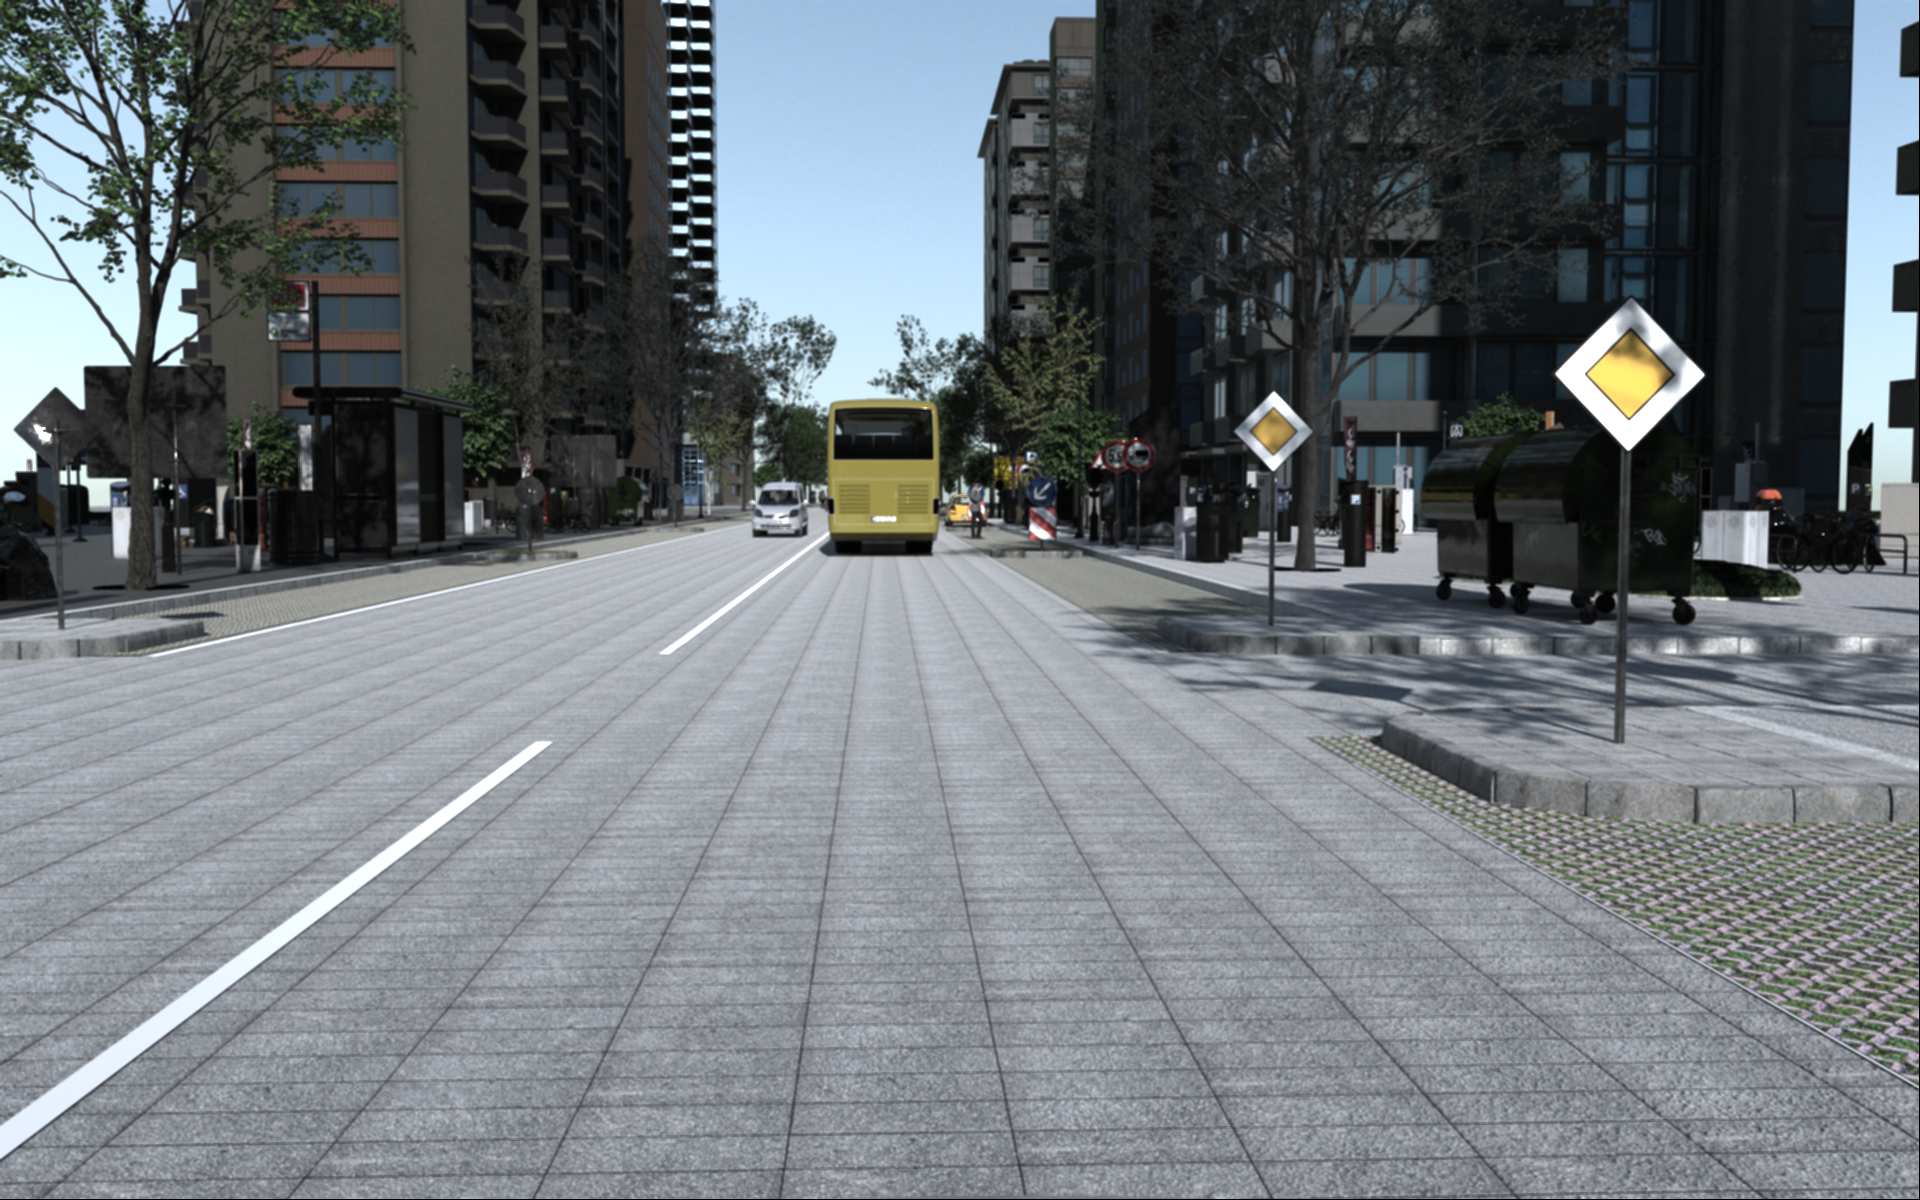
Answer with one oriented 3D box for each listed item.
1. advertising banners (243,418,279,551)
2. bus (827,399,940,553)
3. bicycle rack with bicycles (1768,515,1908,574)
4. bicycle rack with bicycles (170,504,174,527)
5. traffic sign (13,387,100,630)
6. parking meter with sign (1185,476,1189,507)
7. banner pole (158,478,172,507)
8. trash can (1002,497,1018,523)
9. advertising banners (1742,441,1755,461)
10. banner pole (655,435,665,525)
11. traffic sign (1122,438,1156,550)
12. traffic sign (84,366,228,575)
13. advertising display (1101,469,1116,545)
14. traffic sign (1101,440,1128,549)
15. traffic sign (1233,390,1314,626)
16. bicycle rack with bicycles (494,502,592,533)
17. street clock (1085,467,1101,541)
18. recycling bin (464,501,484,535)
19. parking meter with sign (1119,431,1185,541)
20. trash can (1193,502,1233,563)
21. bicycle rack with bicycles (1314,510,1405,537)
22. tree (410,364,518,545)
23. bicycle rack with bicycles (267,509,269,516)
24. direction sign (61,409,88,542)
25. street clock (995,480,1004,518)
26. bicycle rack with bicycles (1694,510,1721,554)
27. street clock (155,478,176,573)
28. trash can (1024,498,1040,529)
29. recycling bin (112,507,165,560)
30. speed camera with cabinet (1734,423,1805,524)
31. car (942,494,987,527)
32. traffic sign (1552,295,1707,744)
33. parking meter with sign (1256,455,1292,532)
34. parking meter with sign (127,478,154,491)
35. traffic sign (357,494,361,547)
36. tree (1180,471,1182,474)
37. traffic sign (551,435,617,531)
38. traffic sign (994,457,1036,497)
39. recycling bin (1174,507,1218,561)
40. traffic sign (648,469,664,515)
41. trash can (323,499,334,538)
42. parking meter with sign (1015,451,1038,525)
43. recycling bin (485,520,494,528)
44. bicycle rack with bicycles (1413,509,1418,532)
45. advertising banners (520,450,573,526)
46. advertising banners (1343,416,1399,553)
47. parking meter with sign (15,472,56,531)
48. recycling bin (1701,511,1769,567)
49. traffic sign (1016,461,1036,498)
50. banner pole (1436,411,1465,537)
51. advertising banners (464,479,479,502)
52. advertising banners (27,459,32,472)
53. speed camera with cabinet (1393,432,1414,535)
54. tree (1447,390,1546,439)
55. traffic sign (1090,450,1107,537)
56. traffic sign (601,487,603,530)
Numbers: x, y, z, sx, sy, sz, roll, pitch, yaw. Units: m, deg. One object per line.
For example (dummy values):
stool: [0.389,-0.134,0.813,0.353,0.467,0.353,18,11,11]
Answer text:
advertising banners: [-15.861,-2.639,39.338,0.090,3.025,2.074,-3,5,-43]
bus: [-1.979,-3.265,44.933,2.896,3.916,12.252,0,4,-2]
bicycle rack with bicycles: [14.356,-0.946,28.843,2.852,0.926,2.925,0,4,3]
bicycle rack with bicycles: [-29.072,-3.161,65.071,2.925,0.926,2.852,-3,5,-44]
traffic sign: [-8.502,-0.776,16.332,0.795,2.450,0.064,0,4,-3]
parking meter with sign: [8.638,-4.386,67.974,0.543,3.016,1.738,3,5,43]
banner pole: [-23.026,-3.674,50.089,0.863,3.779,0.401,2,4,35]
trash can: [2.215,-3.939,76.057,0.748,1.137,0.748,0,3,0]
advertising banners: [26.898,-3.760,57.666,2.074,3.025,0.090,-1,4,-12]
banner pole: [-12.626,-5.078,73.036,0.401,3.779,0.863,0,4,2]
traffic sign: [4.049,-2.400,39.349,0.768,2.556,0.104,0,4,-2]
traffic sign: [-12.763,-2.058,27.515,2.265,3.308,0.079,0,4,1]
advertising display: [3.773,-2.351,43.647,0.123,1.923,0.974,-1,4,-15]
traffic sign: [3.698,-2.486,40.759,0.768,2.556,0.104,0,4,6]
traffic sign: [3.031,-0.807,16.830,0.795,2.450,0.064,0,4,-3]
bicycle rack with bicycles: [-13.990,-2.673,57.087,2.925,0.926,2.852,2,4,32]
street clock: [3.640,-2.591,46.937,0.471,2.002,0.358,-2,4,-30]
recycling bin: [-15.532,-2.569,54.559,0.722,1.027,0.722,1,4,9]
parking meter with sign: [5.198,-3.140,47.603,1.738,3.016,0.543,-1,4,-13]
trash can: [4.728,-1.269,32.404,0.748,1.137,0.748,0,3,0]
bicycle rack with bicycles: [11.621,-2.387,52.405,2.925,0.926,2.852,3,5,39]
tree: [-12.750,-3.689,44.022,4.285,4.588,4.351,0,3,0]
bicycle rack with bicycles: [-29.247,-3.880,76.816,2.852,0.926,2.925,2,4,32]
direction sign: [-23.677,-3.333,46.498,0.876,3.537,0.379,1,4,16]
street clock: [2.095,-5.311,91.405,0.471,2.002,0.358,0,4,6]
bicycle rack with bicycles: [16.295,-1.523,38.286,2.852,0.926,2.925,1,4,19]
street clock: [-12.984,-1.456,28.371,0.358,2.002,0.471,-1,4,-19]
trash can: [2.719,-3.229,64.451,0.748,1.137,0.748,0,3,0]
recycling bin: [-16.137,-1.314,34.045,0.722,1.027,0.722,0,4,3]
speed camera with cabinet: [22.797,-3.328,48.742,2.038,3.252,0.660,-1,4,-21]
car: [0.235,-4.069,76.757,2.015,1.641,3.980,0,4,-3]
traffic sign: [3.391,-0.319,8.853,0.795,2.450,0.064,0,4,-3]
parking meter with sign: [10.495,-3.848,59.177,0.543,3.016,1.738,-3,4,-36]
parking meter with sign: [-36.959,-4.980,77.689,0.543,3.016,1.738,2,4,33]
traffic sign: [-14.116,-2.479,40.635,0.768,2.556,0.104,0,4,1]
tree: [9.076,-5.018,76.645,1.663,3.219,1.824,0,3,0]
traffic sign: [-12.964,-4.025,59.677,2.265,3.308,0.079,0,4,2]
traffic sign: [2.922,-6.029,92.448,2.265,3.308,0.079,0,3,0]
recycling bin: [4.600,-1.291,33.663,0.722,1.027,0.722,0,4,-8]
traffic sign: [-15.757,-5.490,89.771,0.884,2.594,0.081,0,4,5]
trash can: [-18.422,-2.376,50.505,0.748,1.137,0.748,0,3,0]
parking meter with sign: [2.692,-4.597,71.416,0.543,3.016,1.738,-1,4,-15]
recycling bin: [-18.312,-3.280,66.182,0.722,1.027,0.722,3,4,38]
bicycle rack with bicycles: [14.449,-2.831,59.666,2.852,0.926,2.925,0,4,7]
advertising banners: [-16.611,-4.484,69.507,2.074,3.025,0.090,-1,4,-22]
advertising banners: [9.094,-2.585,38.454,0.090,3.025,2.074,-1,4,-22]
parking meter with sign: [-32.045,-3.872,59.574,1.738,3.016,0.543,-1,4,-14]
recycling bin: [11.697,-0.832,26.157,0.722,1.027,0.722,-3,5,-39]
traffic sign: [2.585,-4.136,67.729,0.768,2.556,0.104,0,4,3]
banner pole: [14.753,-3.794,52.042,0.863,3.779,0.401,3,5,41]
advertising banners: [-17.562,-3.982,61.288,0.090,3.025,2.074,1,4,19]
advertising banners: [-47.491,-5.604,87.818,2.074,3.025,0.090,3,4,39]
speed camera with cabinet: [14.082,-3.706,54.934,0.660,3.252,2.038,1,4,13]
tree: [17.239,-4.367,55.114,4.285,4.588,4.351,0,3,0]
traffic sign: [4.181,-3.153,51.556,0.884,2.594,0.081,0,4,0]
traffic sign: [-12.814,-3.665,62.045,0.606,2.300,0.079,0,4,5]
